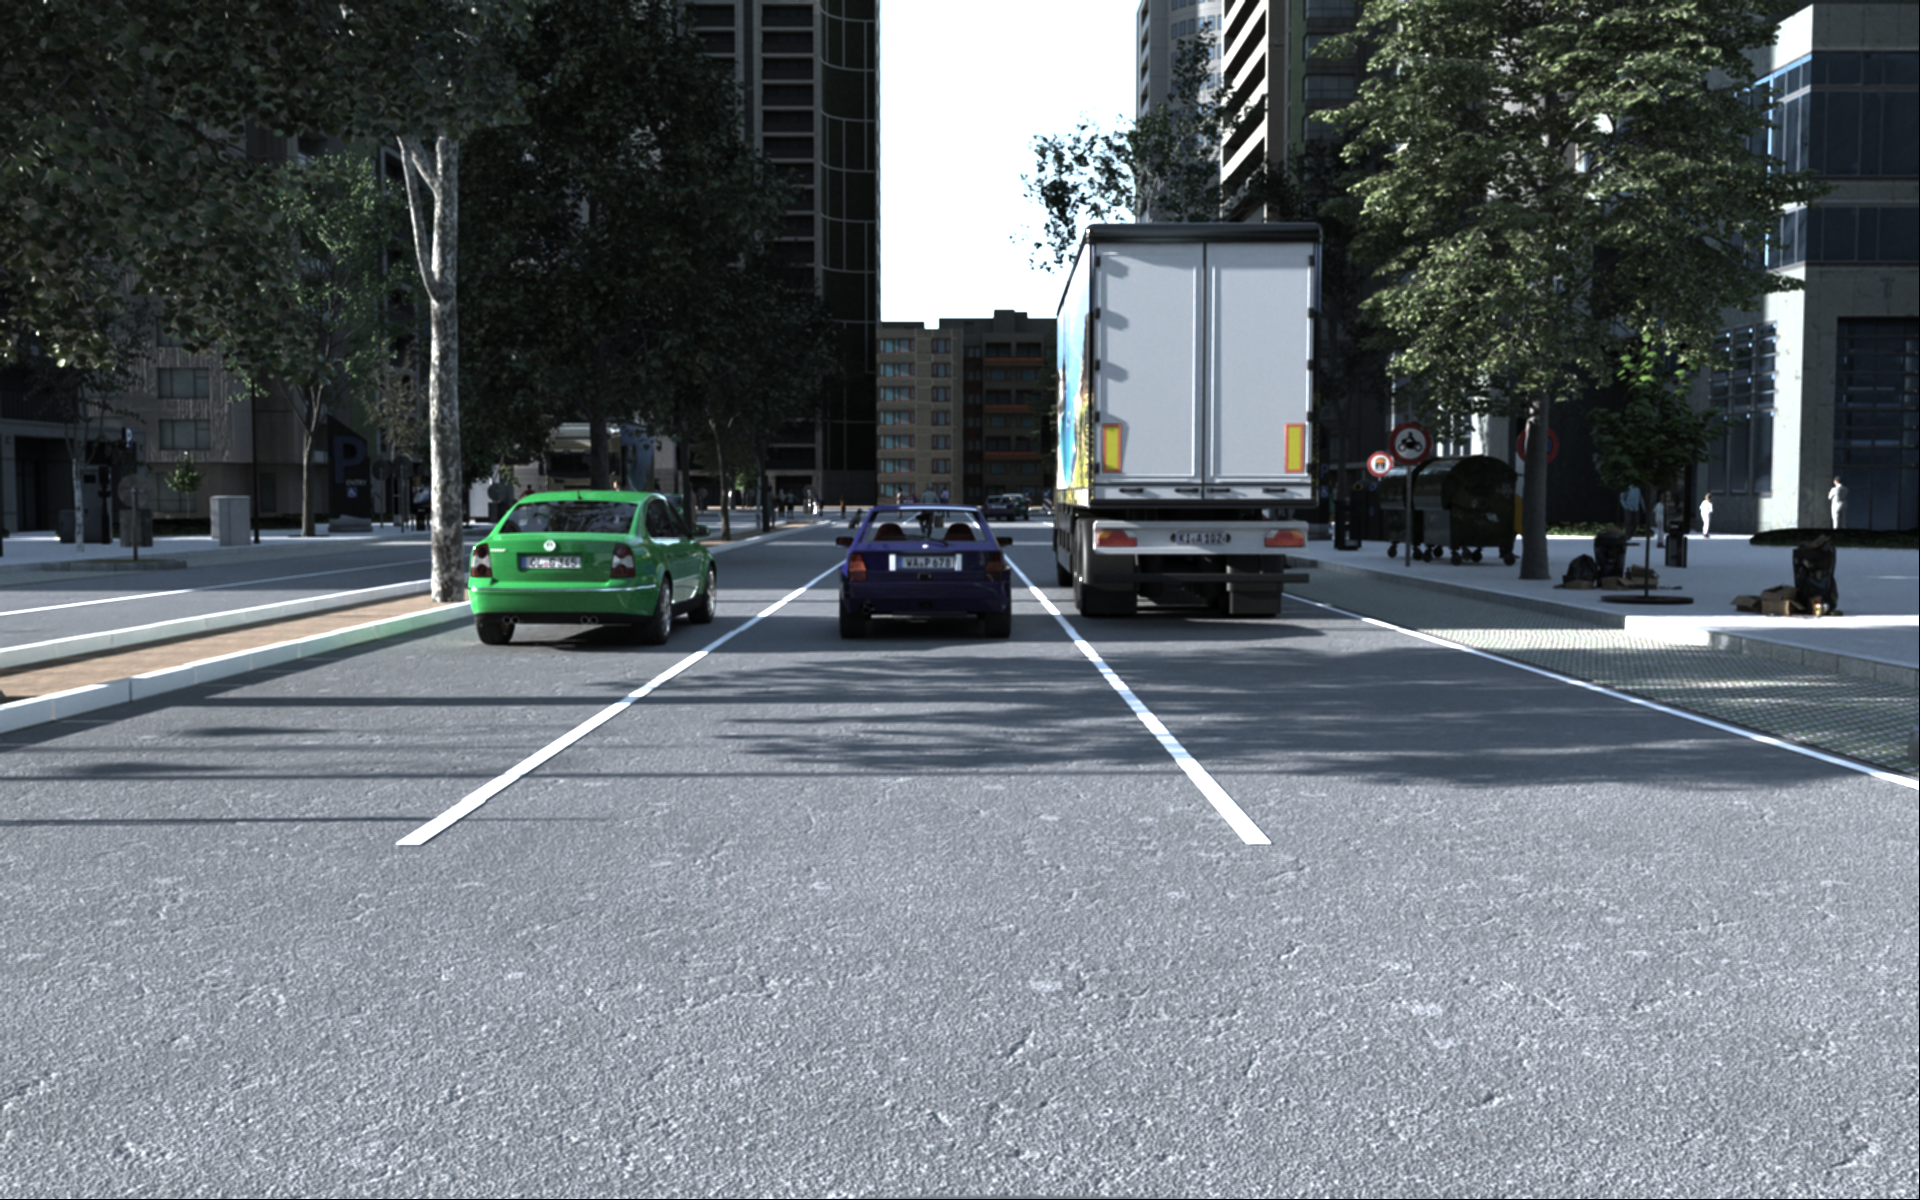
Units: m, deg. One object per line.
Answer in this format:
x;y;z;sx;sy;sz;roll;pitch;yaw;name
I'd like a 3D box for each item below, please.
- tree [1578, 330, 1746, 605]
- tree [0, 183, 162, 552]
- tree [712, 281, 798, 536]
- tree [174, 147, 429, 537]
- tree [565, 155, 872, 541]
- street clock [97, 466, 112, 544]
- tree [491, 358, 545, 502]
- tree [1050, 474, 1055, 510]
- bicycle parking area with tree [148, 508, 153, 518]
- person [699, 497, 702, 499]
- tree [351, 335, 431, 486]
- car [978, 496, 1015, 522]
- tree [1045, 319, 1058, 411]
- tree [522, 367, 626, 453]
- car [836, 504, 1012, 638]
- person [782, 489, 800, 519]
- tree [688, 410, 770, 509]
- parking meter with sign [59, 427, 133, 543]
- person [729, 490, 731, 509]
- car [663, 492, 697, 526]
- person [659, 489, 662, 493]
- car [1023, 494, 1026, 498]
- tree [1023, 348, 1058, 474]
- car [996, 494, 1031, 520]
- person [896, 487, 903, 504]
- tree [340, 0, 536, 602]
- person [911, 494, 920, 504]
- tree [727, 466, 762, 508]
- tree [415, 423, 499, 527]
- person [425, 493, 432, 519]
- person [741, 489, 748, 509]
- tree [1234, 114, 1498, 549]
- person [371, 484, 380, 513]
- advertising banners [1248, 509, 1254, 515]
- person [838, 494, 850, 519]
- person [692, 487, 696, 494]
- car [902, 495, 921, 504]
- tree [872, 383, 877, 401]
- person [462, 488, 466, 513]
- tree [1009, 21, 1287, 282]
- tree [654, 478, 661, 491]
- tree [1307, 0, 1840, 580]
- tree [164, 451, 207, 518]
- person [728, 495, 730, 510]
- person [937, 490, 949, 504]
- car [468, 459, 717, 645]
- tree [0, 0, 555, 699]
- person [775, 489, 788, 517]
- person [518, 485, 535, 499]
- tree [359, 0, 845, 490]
8.130;-1.592;20.631;1.663;3.219;1.824;0;3;0;tree
-19.418;-5.353;37.889;4.360;8.622;3.978;0;3;0;tree
-6.890;-6.499;59.084;4.360;8.622;3.978;0;3;0;tree
-19.316;-7.690;51.487;9.928;11.665;9.643;0;3;0;tree
-6.885;-6.562;44.161;8.767;10.594;7.601;0;4;0;tree
-21.886;-2.432;44.326;0.358;2.002;0.471;-2;4;-28;street clock
-19.495;-7.495;72.907;4.737;8.622;4.395;0;3;0;tree
7.819;-8.996;141.689;1.663;3.219;1.824;0;3;0;tree
-41.069;-5.503;76.972;8.231;4.147;9.016;1;4;9;bicycle parking area with tree
-23.654;-9.331;159.056;0.568;1.767;0.683;0;4;-6;person
-26.248;-8.004;81.221;4.360;8.622;3.978;0;3;0;tree
1.957;-4.807;91.176;1.945;1.354;3.894;0;4;-2;car
8.489;-9.994;89.159;9.928;11.665;9.643;0;3;0;tree
-19.981;-10.430;88.652;7.486;12.596;7.792;0;3;0;tree
-0.380;-0.368;18.605;1.945;1.354;3.894;0;4;-1;car
-9.712;-5.522;99.580;1.217;1.735;0.721;-3;5;-39;person
-19.128;-13.819;144.065;7.486;12.596;7.792;0;3;0;tree
-22.628;-3.000;45.318;1.738;3.016;0.543;-1;4;-8;parking meter with sign
-19.973;-8.845;151.592;0.436;1.711;0.756;-1;4;-19;person
-10.530;-3.254;61.991;1.959;1.807;4.718;0;4;-1;car
-23.292;-7.806;134.456;1.217;1.735;0.721;1;4;14;person
4.956;-8.543;149.907;2.015;1.641;3.980;0;4;-2;car
8.030;-12.726;126.193;7.486;12.596;7.792;0;3;0;tree
2.943;-5.211;97.000;2.131;1.459;4.920;0;4;2;car
-3.542;-5.656;100.978;0.705;1.824;1.348;0;4;8;person
-8.004;-10.082;23.182;12.611;20.169;13.585;0;3;0;tree
-3.492;-7.540;134.997;0.991;1.433;0.599;-3;5;-44;person
-19.491;-10.641;157.692;4.285;4.588;4.351;0;3;0;tree
-19.488;-5.115;67.351;4.285;4.588;4.351;0;3;0;tree
-27.500;-5.093;89.308;0.705;1.824;1.348;0;4;7;person
-18.904;-8.902;152.046;0.568;1.767;0.683;-2;4;-32;person
9.240;-6.495;40.605;7.601;10.594;8.767;-2;4;-33;tree
-30.780;-5.158;90.457;0.705;1.814;1.350;3;4;38;person
9.185;-3.408;51.908;2.074;3.025;0.090;-3;5;-44;advertising banners
-6.759;-5.431;100.550;0.557;1.426;1.065;3;4;36;person
-19.127;-7.219;124.087;0.705;1.822;1.348;0;4;6;person
-4.420;-8.468;151.031;1.945;1.354;3.894;0;4;1;car
-7.014;-7.050;52.143;8.767;10.594;7.601;0;4;0;tree
-30.186;-6.010;105.776;0.593;1.643;0.415;-2;4;-26;person
8.142;-13.204;71.775;12.611;20.169;13.585;0;3;0;tree
-19.861;-7.107;110.794;1.663;3.219;1.824;0;3;0;tree
8.793;-6.559;25.363;7.486;12.596;7.792;0;3;0;tree
-34.685;-5.089;77.800;1.663;3.219;1.824;0;3;0;tree
-19.138;-8.302;142.468;0.721;1.739;1.217;1;4;13;person
-1.429;-7.505;131.994;1.217;1.735;0.721;-1;4;-9;person
-3.652;-0.553;17.844;1.959;1.807;4.718;0;4;1;car
-6.993;-6.264;11.530;9.857;13.997;8.962;0;3;0;tree
-10.998;-5.991;107.188;1.217;1.736;0.721;2;4;28;person
-24.791;-5.735;99.745;1.348;1.831;0.705;-1;4;-9;person
-7.242;-7.042;34.605;9.611;12.733;9.660;0;3;0;tree
